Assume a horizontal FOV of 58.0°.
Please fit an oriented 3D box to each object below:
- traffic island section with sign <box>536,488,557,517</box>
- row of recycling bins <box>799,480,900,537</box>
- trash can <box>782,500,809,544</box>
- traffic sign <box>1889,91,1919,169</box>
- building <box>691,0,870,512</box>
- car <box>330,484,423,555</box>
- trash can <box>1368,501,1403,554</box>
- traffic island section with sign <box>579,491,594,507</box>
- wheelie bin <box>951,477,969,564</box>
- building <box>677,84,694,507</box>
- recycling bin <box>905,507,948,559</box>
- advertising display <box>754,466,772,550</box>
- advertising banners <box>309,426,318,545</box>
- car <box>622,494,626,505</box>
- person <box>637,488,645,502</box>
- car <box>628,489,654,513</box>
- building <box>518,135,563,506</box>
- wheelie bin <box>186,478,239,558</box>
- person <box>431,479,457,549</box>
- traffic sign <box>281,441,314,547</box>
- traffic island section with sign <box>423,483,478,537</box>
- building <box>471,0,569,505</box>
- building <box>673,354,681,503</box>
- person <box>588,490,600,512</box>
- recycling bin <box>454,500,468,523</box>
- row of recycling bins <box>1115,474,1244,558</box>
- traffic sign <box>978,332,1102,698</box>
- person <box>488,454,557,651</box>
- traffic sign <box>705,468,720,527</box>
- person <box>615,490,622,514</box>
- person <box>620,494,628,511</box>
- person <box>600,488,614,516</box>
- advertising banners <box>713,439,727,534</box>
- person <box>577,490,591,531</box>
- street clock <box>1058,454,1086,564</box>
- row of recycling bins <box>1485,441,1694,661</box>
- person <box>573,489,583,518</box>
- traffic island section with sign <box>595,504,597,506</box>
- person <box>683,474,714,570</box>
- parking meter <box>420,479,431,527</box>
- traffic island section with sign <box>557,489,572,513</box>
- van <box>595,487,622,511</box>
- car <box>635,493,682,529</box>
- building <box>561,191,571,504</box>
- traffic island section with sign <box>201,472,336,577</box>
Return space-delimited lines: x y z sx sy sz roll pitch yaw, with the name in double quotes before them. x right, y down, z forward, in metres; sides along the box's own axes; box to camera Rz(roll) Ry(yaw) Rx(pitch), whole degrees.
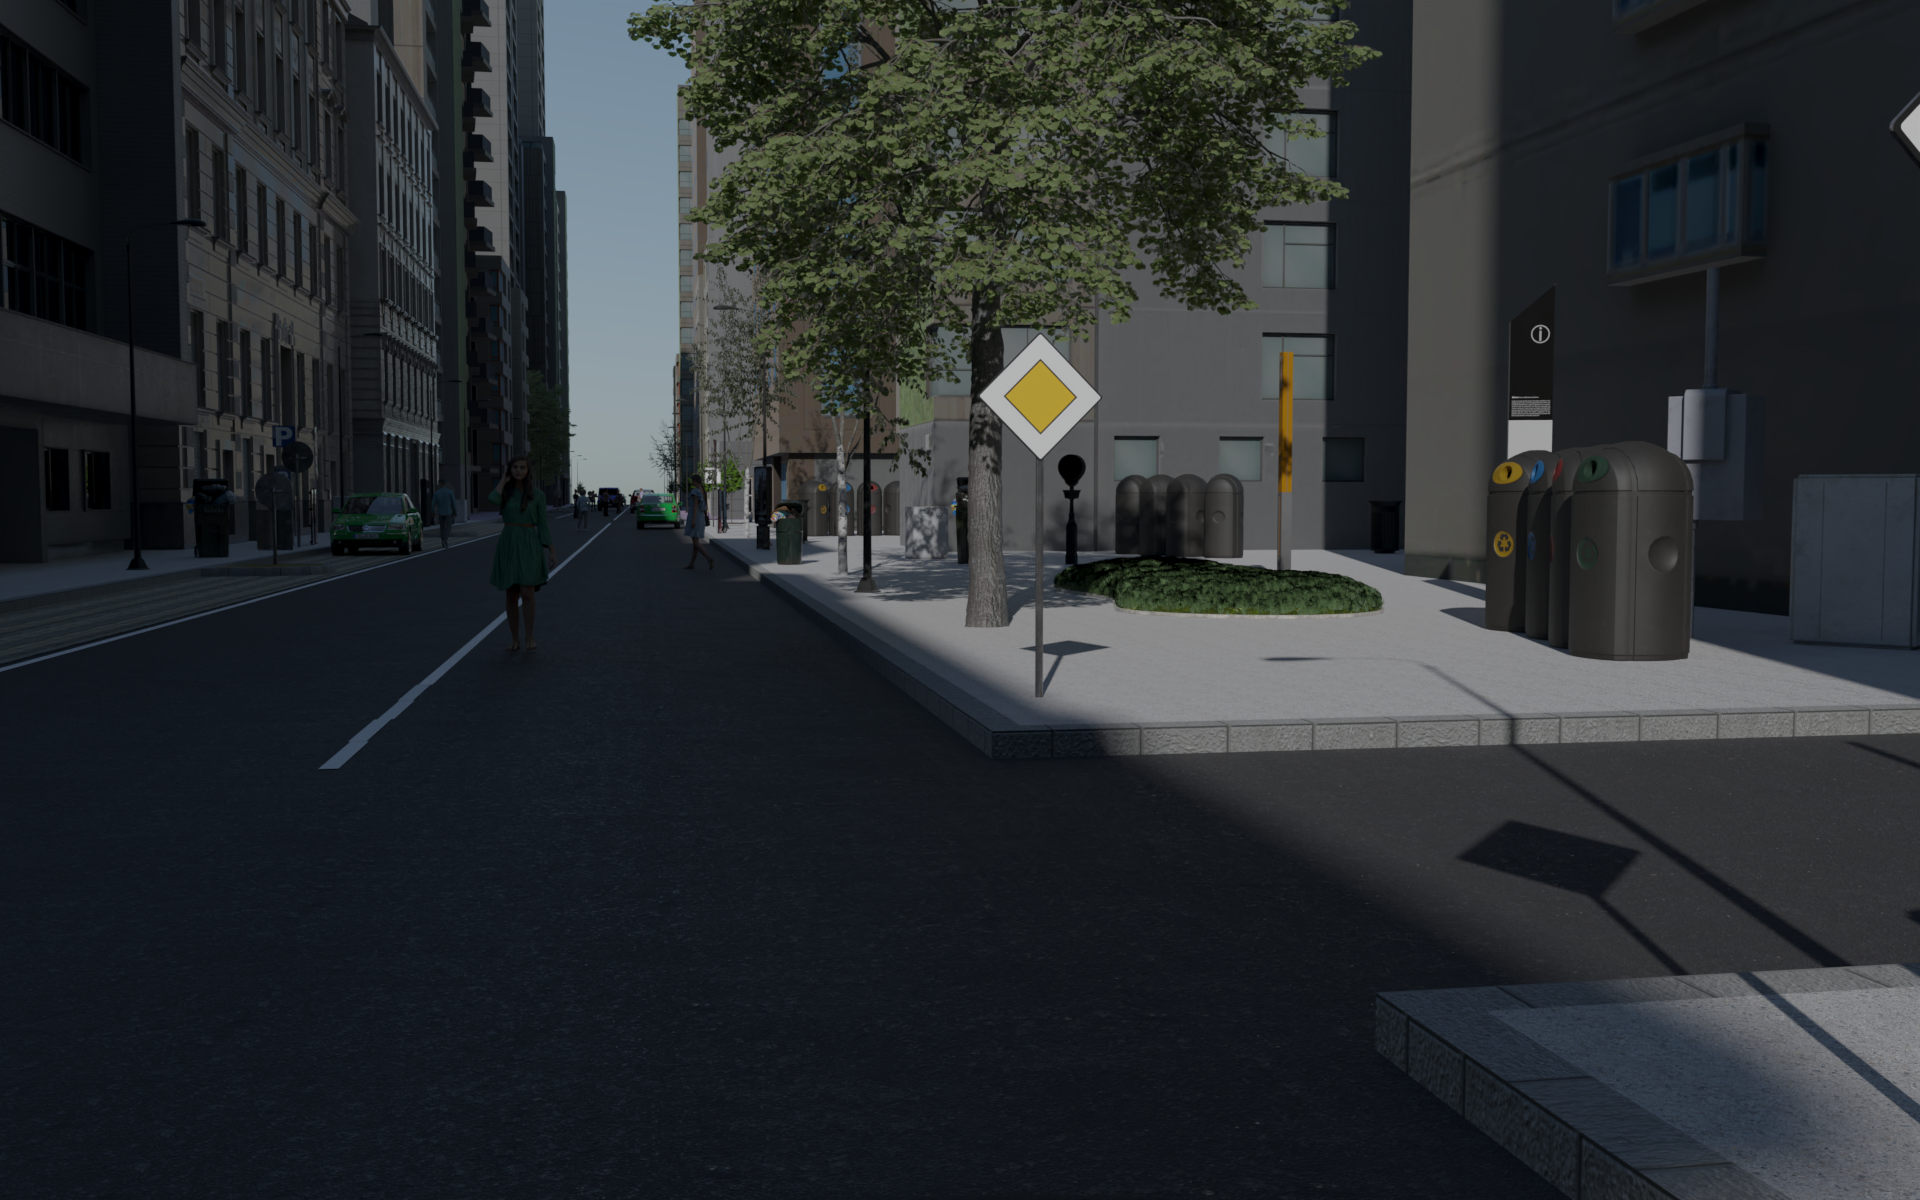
"traffic island section with sign" -26.297 -6.065 107.792 1.989 1.847 2.006 -1 4 -10
"row of recycling bins" -3.219 -2.811 53.074 3.534 1.692 1.069 -1 4 -22
"trash can" -4.258 -2.036 44.943 0.748 1.137 0.748 0 3 0
"traffic sign" 1.929 0.038 3.016 0.795 2.450 0.064 -1 4 -10
"building" -16.396 -30.745 152.791 14.600 45.320 14.200 -1 4 -10
"car" -14.027 -2.015 41.742 1.959 1.807 4.718 -1 4 -12
"trash can" 9.186 -1.576 37.426 0.748 1.137 0.748 0 3 0
"traffic island section with sign" -40.946 -10.978 188.116 1.989 1.847 2.006 -1 4 -10
"wheelie bin" 0.286 -1.468 31.902 0.980 1.594 0.693 1 4 10
"building" -21.766 -30.216 177.632 14.154 41.232 14.086 -1 4 -10
"recycling bin" -0.666 -1.348 34.597 0.722 1.027 0.722 -1 4 -17
"advertising display" -4.558 -2.131 40.057 0.123 1.923 0.974 -2 4 -24
"advertising banners" -16.522 -2.943 44.308 0.090 3.025 2.074 -1 4 -15
"car" -45.959 -13.754 233.676 1.959 1.807 4.718 -1 4 -12
"person" -21.647 -6.660 117.261 0.599 1.838 0.709 1 4 12
"car" -23.772 -7.434 130.220 2.281 1.827 5.304 -1 4 -10
"building" -51.975 -31.056 191.367 14.154 41.232 14.086 -1 4 -10
"wheelie bin" -15.130 -1.663 35.095 0.980 1.594 0.693 -2 4 -30
"person" -13.658 -2.286 45.732 0.638 1.841 0.748 0 4 4
"traffic sign" -15.951 -2.545 41.717 0.768 2.556 0.104 0 4 -2
"traffic island section with sign" -17.170 -3.008 57.803 1.989 1.847 2.006 -1 4 -10
"building" -57.844 -47.017 206.986 20.563 71.187 20.611 -1 4 -10
"building" -23.792 -23.528 229.727 27.650 21.520 28.899 -1 4 -10
"person" -29.170 -7.863 137.768 1.217 1.736 0.721 -1 4 -17
"recycling bin" -22.437 -3.968 77.437 0.722 1.027 0.722 -1 4 -9
"row of recycling bins" 4.497 -1.761 35.904 1.069 1.692 3.534 -2 4 -35
"traffic sign" 0.496 -0.442 10.872 0.795 2.450 0.064 -1 4 -10
"person" -3.995 -0.430 15.780 0.600 1.795 0.529 -1 4 -18
"traffic sign" -9.607 -3.993 67.412 0.606 2.300 0.079 0 4 -2
"person" -25.024 -7.198 126.736 0.434 1.755 0.990 -3 4 -39
"person" -28.142 -8.088 143.996 1.065 1.426 0.557 0 4 -3
"person" -22.771 -6.298 111.476 1.348 1.823 0.705 3 5 41
"advertising banners" -7.821 -3.680 56.357 0.090 3.025 2.074 0 4 3
"person" -14.677 -3.504 67.593 0.589 1.601 0.330 1 4 8
"street clock" 2.036 -1.652 31.575 0.471 2.002 0.358 1 4 20
"row of recycling bins" 5.386 -0.480 14.959 1.069 1.692 3.534 0 4 3
"person" -22.544 -5.694 102.405 0.742 1.727 0.445 0 4 3
"traffic island section with sign" -45.823 -12.617 214.908 1.989 1.847 2.006 -1 4 -10
"person" -4.918 -1.478 32.762 0.778 1.811 0.616 2 4 31
"parking meter" -20.710 -3.754 67.091 0.255 1.863 0.399 0 4 7
"traffic island section with sign" -31.128 -7.687 134.312 1.989 1.847 2.006 -1 4 -10
"van" -30.133 -8.836 148.847 2.240 2.365 5.245 -1 4 -9
"car" -12.574 -3.883 72.279 1.959 1.807 4.718 -1 4 -9
"building" -58.465 -33.161 225.777 14.154 41.232 14.086 -1 4 -10
"traffic island section with sign" -12.284 -1.364 30.924 1.989 1.847 2.006 -1 4 -10
